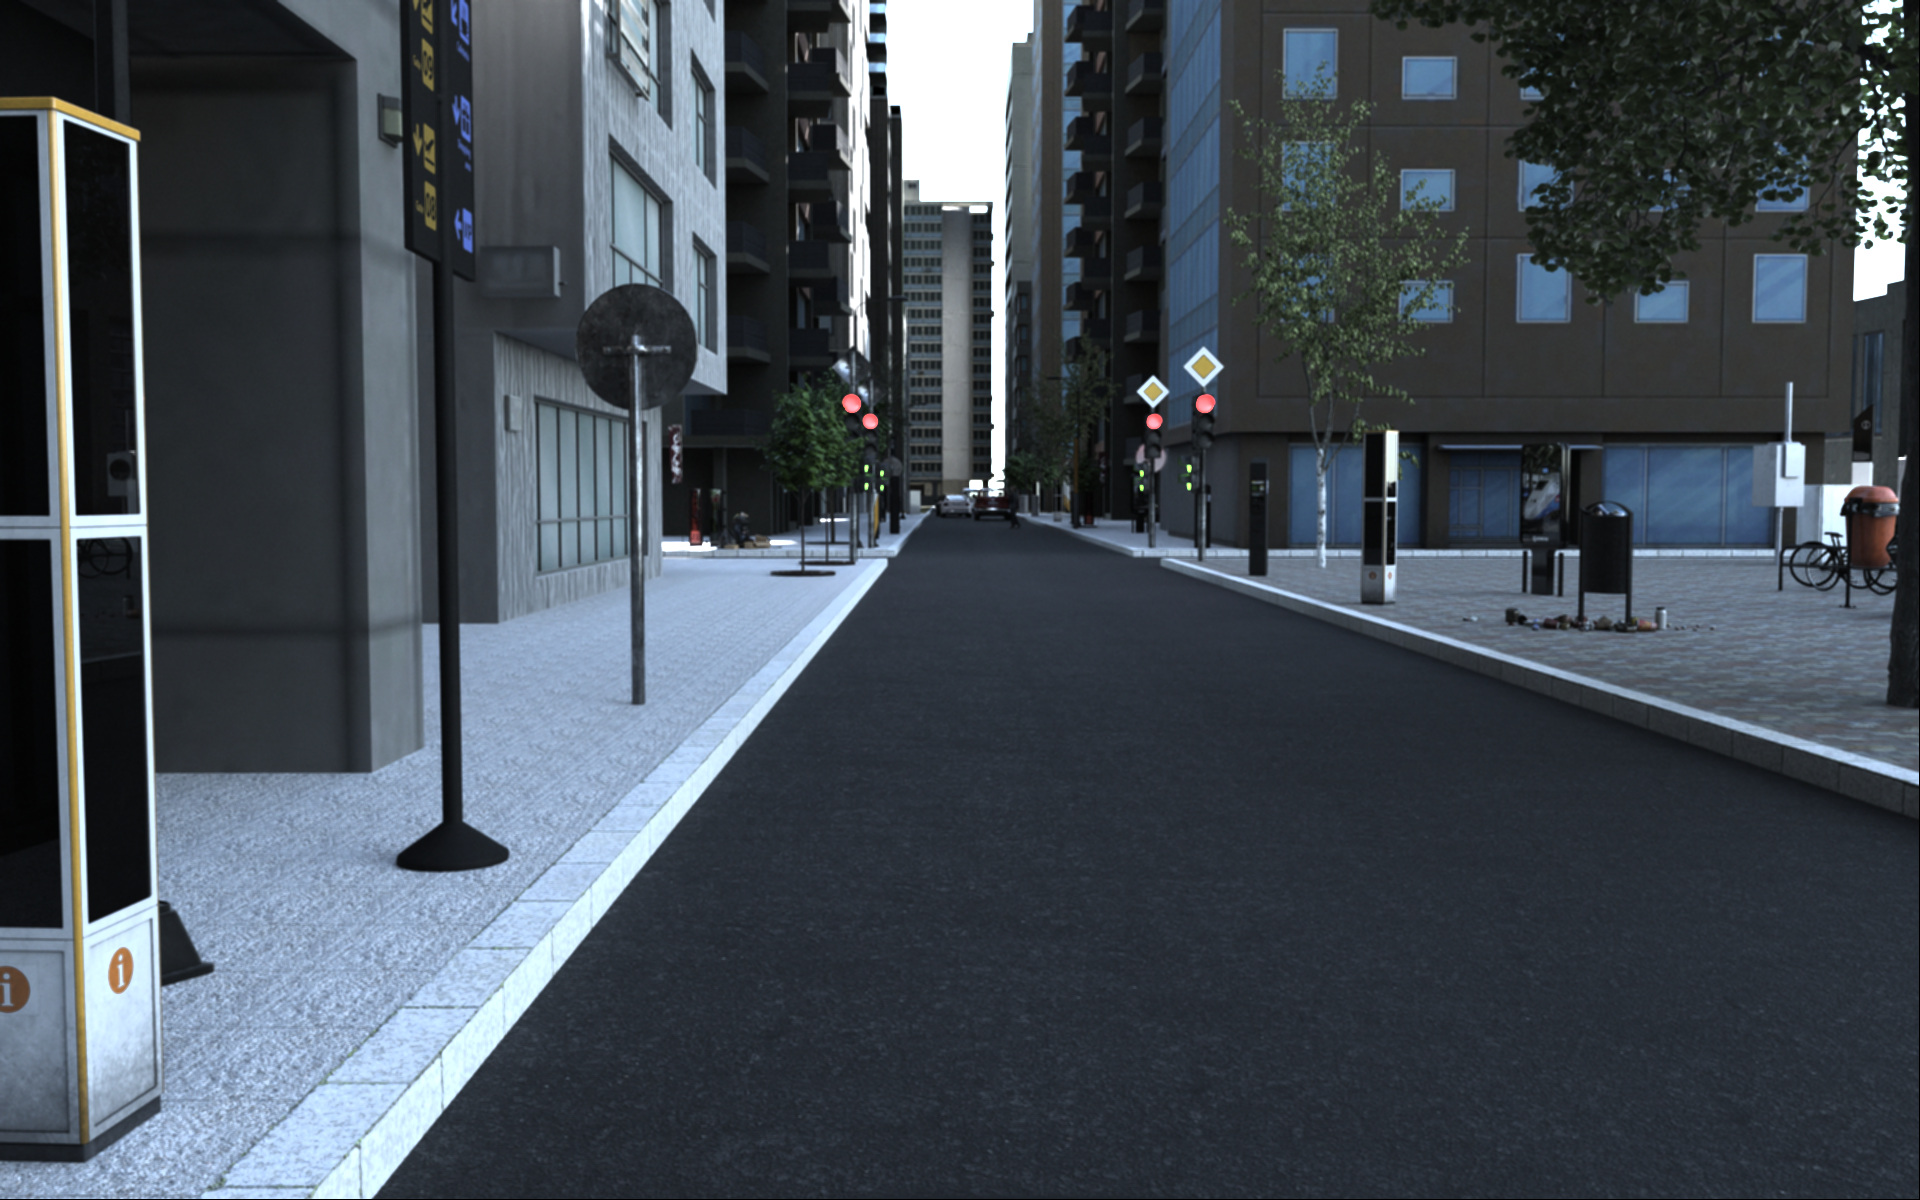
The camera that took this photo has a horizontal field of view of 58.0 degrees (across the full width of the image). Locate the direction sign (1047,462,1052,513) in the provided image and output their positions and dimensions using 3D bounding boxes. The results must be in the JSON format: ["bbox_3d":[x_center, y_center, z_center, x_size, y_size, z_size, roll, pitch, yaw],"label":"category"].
[{"bbox_3d":[6.010,-7.580,115.935,0.379,3.537,0.876,0,4,2],"label":"direction sign"}]

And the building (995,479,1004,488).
[{"bbox_3d":[18.799,-34.026,210.941,28.867,44.769,22.147,0,4,0],"label":"building"}]

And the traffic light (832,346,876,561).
[{"bbox_3d":[-2.015,-2.690,32.896,0.839,4.253,0.868,0,4,0],"label":"traffic light"}]

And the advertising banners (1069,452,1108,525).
[{"bbox_3d":[5.365,-4.644,72.118,2.074,3.025,0.090,3,5,44],"label":"advertising banners"}]

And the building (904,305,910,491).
[{"bbox_3d":[-19.919,-20.348,177.722,28.899,21.520,27.650,0,4,0],"label":"building"}]

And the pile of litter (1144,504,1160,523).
[{"bbox_3d":[8.791,-3.924,78.127,1.719,0.858,1.176,2,4,35],"label":"pile of litter"}]

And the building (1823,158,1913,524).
[{"bbox_3d":[43.767,-45.032,48.945,31.000,86.520,22.319,0,4,0],"label":"building"}]

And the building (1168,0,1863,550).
[{"bbox_3d":[13.207,-24.166,45.230,14.200,45.320,14.600,0,4,0],"label":"building"}]

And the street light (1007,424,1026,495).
[{"bbox_3d":[3.815,-8.702,114.823,1.470,5.913,1.316,0,4,0],"label":"street light"}]

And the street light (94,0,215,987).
[{"bbox_3d":[-1.643,-1.950,4.423,1.470,5.913,1.316,0,4,0],"label":"street light"}]

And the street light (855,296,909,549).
[{"bbox_3d":[-1.901,-4.173,40.774,1.470,5.913,1.316,0,4,0],"label":"street light"}]

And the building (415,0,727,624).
[{"bbox_3d":[-10.603,-20.737,22.646,14.086,41.232,14.154,0,4,0],"label":"building"}]

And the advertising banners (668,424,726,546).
[{"bbox_3d":[-6.520,-2.851,42.809,2.074,3.025,0.090,3,5,40],"label":"advertising banners"}]

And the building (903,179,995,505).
[{"bbox_3d":[-7.674,-32.069,216.210,23.993,40.220,32.217,0,4,0],"label":"building"}]

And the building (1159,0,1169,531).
[{"bbox_3d":[14.180,-17.845,63.470,14.160,30.474,14.107,0,4,0],"label":"building"}]

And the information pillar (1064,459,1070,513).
[{"bbox_3d":[7.066,-7.545,114.707,0.183,3.616,0.504,-3,5,-41],"label":"information pillar"}]

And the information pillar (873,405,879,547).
[{"bbox_3d":[-2.079,-3.094,41.946,0.183,3.616,0.504,1,4,11],"label":"information pillar"}]

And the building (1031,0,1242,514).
[{"bbox_3d":[12.746,-29.506,132.537,14.600,45.320,14.200,0,4,0],"label":"building"}]

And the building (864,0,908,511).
[{"bbox_3d":[-15.473,-50.834,143.814,22.319,86.520,31.000,0,4,0],"label":"building"}]

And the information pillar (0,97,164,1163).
[{"bbox_3d":[-1.812,0.066,3.410,0.304,2.012,0.304,0,4,3],"label":"information pillar"}]

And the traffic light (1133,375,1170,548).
[{"bbox_3d":[4.532,-3.182,40.950,0.839,4.253,0.868,0,4,0],"label":"traffic light"}]

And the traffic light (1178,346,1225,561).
[{"bbox_3d":[4.596,-2.694,32.966,0.839,4.253,0.868,0,4,0],"label":"traffic light"}]

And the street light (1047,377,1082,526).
[{"bbox_3d":[4.156,-5.874,68.585,1.470,5.913,1.316,0,4,0],"label":"street light"}]

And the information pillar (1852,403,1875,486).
[{"bbox_3d":[23.388,-3.274,44.887,0.183,3.616,0.504,-3,4,-36],"label":"information pillar"}]

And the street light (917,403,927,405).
[{"bbox_3d":[-2.376,-7.063,88.025,1.470,5.913,1.316,0,4,0],"label":"street light"}]

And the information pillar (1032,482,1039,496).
[{"bbox_3d":[4.577,-6.147,104.988,0.304,2.012,0.304,2,4,28],"label":"information pillar"}]

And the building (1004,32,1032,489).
[{"bbox_3d":[15.590,-33.994,179.505,21.300,48.544,21.600,0,4,0],"label":"building"}]

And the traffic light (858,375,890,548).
[{"bbox_3d":[-2.079,-3.178,40.881,0.839,4.253,0.868,0,4,0],"label":"traffic light"}]

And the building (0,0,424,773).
[{"bbox_3d":[-12.875,-34.479,1.990,20.563,71.187,20.611,0,4,0],"label":"building"}]

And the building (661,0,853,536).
[{"bbox_3d":[-15.496,-25.047,64.148,22.147,44.769,28.867,0,4,0],"label":"building"}]

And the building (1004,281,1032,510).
[{"bbox_3d":[18.294,-18.967,155.148,27.650,21.520,28.899,0,4,0],"label":"building"}]

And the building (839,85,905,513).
[{"bbox_3d":[-11.162,-21.481,122.908,14.160,30.474,14.107,0,4,0],"label":"building"}]

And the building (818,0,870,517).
[{"bbox_3d":[-19.123,-31.239,99.990,28.713,52.752,27.495,0,4,0],"label":"building"}]

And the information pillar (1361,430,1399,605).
[{"bbox_3d":[4.874,-0.956,20.123,0.304,2.012,0.304,3,5,41],"label":"information pillar"}]

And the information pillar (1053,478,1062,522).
[{"bbox_3d":[4.552,-4.663,80.728,0.304,2.012,0.304,-1,4,-20],"label":"information pillar"}]

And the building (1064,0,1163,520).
[{"bbox_3d":[17.010,-26.781,92.490,22.147,44.769,28.867,0,4,0],"label":"building"}]

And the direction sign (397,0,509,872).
[{"bbox_3d":[-1.773,-0.854,5.955,0.379,3.537,0.876,0,4,-3],"label":"direction sign"}]
